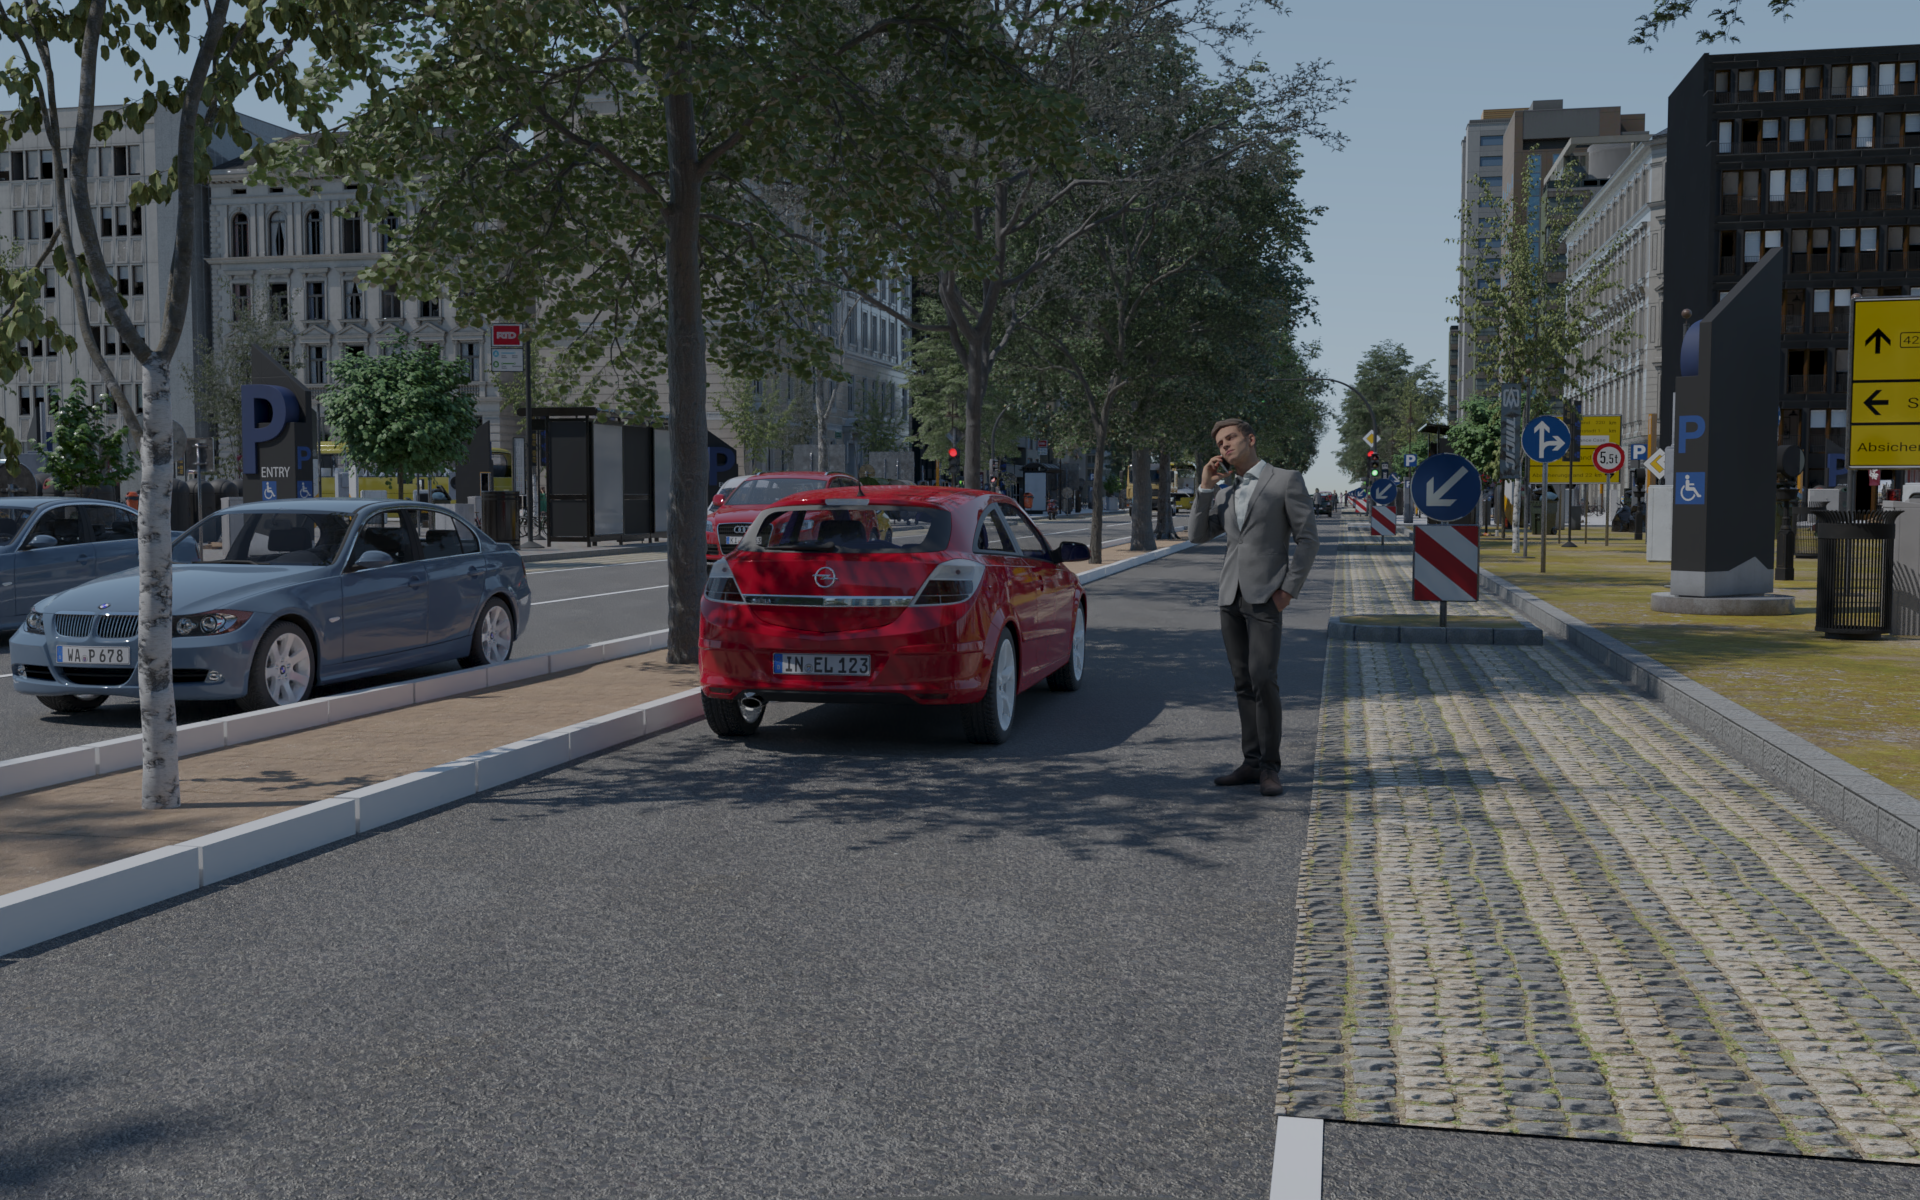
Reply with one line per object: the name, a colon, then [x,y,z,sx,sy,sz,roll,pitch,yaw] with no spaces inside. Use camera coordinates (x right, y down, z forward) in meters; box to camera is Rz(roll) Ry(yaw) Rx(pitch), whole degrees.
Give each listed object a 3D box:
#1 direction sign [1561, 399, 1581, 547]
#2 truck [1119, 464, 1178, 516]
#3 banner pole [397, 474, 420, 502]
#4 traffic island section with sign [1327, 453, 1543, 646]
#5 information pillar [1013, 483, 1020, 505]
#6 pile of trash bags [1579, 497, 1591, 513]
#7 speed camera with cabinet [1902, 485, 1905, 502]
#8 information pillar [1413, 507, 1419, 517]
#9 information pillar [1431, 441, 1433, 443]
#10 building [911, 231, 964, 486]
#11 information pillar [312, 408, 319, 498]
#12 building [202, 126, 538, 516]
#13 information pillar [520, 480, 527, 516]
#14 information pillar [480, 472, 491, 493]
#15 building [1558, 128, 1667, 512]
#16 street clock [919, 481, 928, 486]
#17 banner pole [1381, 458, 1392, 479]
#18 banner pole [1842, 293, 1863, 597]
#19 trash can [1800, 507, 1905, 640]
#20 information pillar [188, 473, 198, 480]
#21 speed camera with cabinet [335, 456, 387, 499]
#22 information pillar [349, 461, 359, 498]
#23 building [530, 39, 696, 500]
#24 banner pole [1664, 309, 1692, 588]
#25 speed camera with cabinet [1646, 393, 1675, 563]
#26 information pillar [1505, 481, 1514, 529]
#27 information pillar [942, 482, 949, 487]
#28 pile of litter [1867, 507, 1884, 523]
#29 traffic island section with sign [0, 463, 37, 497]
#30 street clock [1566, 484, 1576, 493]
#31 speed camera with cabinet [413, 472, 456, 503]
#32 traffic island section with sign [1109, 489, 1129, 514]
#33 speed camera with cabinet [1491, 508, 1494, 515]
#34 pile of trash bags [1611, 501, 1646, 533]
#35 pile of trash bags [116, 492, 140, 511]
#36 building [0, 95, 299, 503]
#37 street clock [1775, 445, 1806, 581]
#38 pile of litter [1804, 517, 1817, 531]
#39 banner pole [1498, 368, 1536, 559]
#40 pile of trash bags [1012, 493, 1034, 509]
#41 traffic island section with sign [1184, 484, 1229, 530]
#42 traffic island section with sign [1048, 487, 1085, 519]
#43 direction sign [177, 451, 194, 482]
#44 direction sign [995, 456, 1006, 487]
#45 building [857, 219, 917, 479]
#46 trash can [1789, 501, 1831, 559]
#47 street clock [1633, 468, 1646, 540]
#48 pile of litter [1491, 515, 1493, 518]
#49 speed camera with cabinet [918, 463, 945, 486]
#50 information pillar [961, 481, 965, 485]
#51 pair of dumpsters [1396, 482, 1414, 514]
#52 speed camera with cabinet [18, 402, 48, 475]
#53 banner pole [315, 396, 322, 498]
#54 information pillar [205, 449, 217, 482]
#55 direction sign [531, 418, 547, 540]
direction sign: [14.730,-3.043,41.757,0.876,3.537,0.379,-3,5,-44]
truck: [12.499,-7.143,112.708,3.469,3.379,9.791,1,4,12]
banner pole: [-16.555,-3.801,52.158,0.863,3.779,0.401,0,4,0]
traffic island section with sign: [4.717,-0.536,17.387,1.989,1.847,2.006,1,4,12]
information pillar: [3.627,-6.519,111.075,0.304,2.012,0.304,-3,4,-39]
pile of trash bags: [42.439,-6.712,119.497,1.912,1.369,3.447,1,4,15]
speed camera with cabinet: [14.642,-1.871,24.926,0.660,3.252,2.038,-1,4,-21]
information pillar: [26.130,-6.574,98.833,0.183,3.616,0.504,2,4,32]
information pillar: [20.974,-5.235,76.946,0.183,3.616,0.504,2,4,28]
building: [-7.387,-19.242,144.291,12.332,23.373,15.834,1,4,12]
information pillar: [-15.401,-3.029,40.871,0.183,3.616,0.504,3,4,38]
building: [-34.493,-16.956,106.117,19.941,23.489,11.050,1,4,12]
information pillar: [-22.996,-5.302,91.178,0.304,2.012,0.304,3,5,40]
information pillar: [-15.921,-3.283,58.169,0.304,2.012,0.304,0,4,-5]
building: [53.568,-21.131,121.913,17.030,29.872,44.131,1,4,12]
street clock: [-2.055,-5.695,97.688,0.471,2.002,0.358,-2,4,-31]
banner pole: [29.537,-7.936,119.764,0.863,3.779,0.401,0,4,8]
banner pole: [11.311,-1.926,21.514,0.401,3.779,0.863,-3,4,-36]
trash can: [7.941,-0.227,15.369,0.748,1.137,0.748,0,3,0]
information pillar: [-26.339,-3.375,59.674,0.304,2.012,0.304,2,4,34]
speed camera with cabinet: [-25.715,-4.894,74.355,2.038,3.252,0.660,-2,4,-34]
information pillar: [-17.482,-3.584,49.951,0.183,3.616,0.504,-3,5,-42]
building: [-15.896,-19.604,106.426,13.634,28.700,20.117,1,4,12]
banner pole: [9.892,-2.036,23.303,0.401,3.779,0.863,-1,4,-17]
speed camera with cabinet: [13.712,-2.374,33.155,0.660,3.252,2.038,2,4,34]
information pillar: [20.117,-4.409,63.440,0.183,3.616,0.504,-1,4,-19]
information pillar: [-0.870,-6.026,103.012,0.304,2.012,0.304,-3,4,-38]
pile of litter: [39.235,-3.661,73.822,1.719,0.858,1.176,-1,4,-17]
traffic island section with sign: [-11.543,-0.713,20.292,1.989,1.847,2.006,1,4,12]
street clock: [28.207,-4.616,80.043,0.471,2.002,0.358,0,4,-4]
speed camera with cabinet: [-20.650,-4.557,68.843,2.038,3.252,0.660,0,4,-7]
traffic island section with sign: [12.036,-7.228,126.808,1.989,1.847,2.006,1,4,12]
speed camera with cabinet: [30.076,-6.352,98.185,2.038,3.252,0.660,0,4,-6]
pile of trash bags: [23.825,-2.963,58.195,3.447,1.369,1.912,0,4,1]
pile of trash bags: [-33.447,-3.641,69.288,1.912,1.369,3.447,-3,5,-39]
building: [-54.007,-17.907,110.801,19.932,24.808,12.078,1,4,12]
street clock: [12.257,-1.292,25.688,0.471,2.002,0.358,-1,4,-23]
pile of litter: [30.125,-2.829,60.220,1.176,0.858,1.719,0,4,-5]
banner pole: [11.082,-2.718,34.456,0.863,3.779,0.401,-1,4,-17]
pile of trash bags: [2.828,-5.575,100.899,3.447,1.369,1.912,2,4,35]
traffic island section with sign: [10.057,-3.745,69.361,2.006,1.907,1.989,1,4,12]
traffic island section with sign: [6.210,-5.618,100.488,1.989,1.847,2.006,1,4,12]
direction sign: [-33.164,-5.029,74.214,0.876,3.537,0.379,1,4,17]
direction sign: [2.325,-6.778,102.819,0.876,3.537,0.379,1,4,14]
building: [-11.812,-20.821,126.325,13.634,28.700,20.117,1,4,12]
trash can: [16.881,-1.394,34.447,0.748,1.137,0.748,0,3,0]
street clock: [18.947,-2.675,48.310,0.358,2.002,0.471,1,4,11]
pile of litter: [28.826,-4.796,92.381,1.176,0.858,1.719,0,4,-3]
speed camera with cabinet: [-1.865,-7.641,119.271,2.038,3.252,0.660,1,4,12]
information pillar: [0.257,-5.751,98.523,0.304,2.012,0.304,-2,4,-30]
pair of dumpsters: [28.435,-6.638,111.019,1.574,2.255,4.437,1,4,12]
speed camera with cabinet: [-20.068,-2.672,38.031,0.660,3.252,2.038,-1,4,-11]
banner pole: [-16.278,-3.302,44.011,0.401,3.779,0.863,-1,4,-18]
information pillar: [-32.878,-5.179,76.027,0.504,3.616,0.183,-1,4,-16]
direction sign: [-11.733,-3.439,48.233,0.379,3.537,0.876,1,4,22]
